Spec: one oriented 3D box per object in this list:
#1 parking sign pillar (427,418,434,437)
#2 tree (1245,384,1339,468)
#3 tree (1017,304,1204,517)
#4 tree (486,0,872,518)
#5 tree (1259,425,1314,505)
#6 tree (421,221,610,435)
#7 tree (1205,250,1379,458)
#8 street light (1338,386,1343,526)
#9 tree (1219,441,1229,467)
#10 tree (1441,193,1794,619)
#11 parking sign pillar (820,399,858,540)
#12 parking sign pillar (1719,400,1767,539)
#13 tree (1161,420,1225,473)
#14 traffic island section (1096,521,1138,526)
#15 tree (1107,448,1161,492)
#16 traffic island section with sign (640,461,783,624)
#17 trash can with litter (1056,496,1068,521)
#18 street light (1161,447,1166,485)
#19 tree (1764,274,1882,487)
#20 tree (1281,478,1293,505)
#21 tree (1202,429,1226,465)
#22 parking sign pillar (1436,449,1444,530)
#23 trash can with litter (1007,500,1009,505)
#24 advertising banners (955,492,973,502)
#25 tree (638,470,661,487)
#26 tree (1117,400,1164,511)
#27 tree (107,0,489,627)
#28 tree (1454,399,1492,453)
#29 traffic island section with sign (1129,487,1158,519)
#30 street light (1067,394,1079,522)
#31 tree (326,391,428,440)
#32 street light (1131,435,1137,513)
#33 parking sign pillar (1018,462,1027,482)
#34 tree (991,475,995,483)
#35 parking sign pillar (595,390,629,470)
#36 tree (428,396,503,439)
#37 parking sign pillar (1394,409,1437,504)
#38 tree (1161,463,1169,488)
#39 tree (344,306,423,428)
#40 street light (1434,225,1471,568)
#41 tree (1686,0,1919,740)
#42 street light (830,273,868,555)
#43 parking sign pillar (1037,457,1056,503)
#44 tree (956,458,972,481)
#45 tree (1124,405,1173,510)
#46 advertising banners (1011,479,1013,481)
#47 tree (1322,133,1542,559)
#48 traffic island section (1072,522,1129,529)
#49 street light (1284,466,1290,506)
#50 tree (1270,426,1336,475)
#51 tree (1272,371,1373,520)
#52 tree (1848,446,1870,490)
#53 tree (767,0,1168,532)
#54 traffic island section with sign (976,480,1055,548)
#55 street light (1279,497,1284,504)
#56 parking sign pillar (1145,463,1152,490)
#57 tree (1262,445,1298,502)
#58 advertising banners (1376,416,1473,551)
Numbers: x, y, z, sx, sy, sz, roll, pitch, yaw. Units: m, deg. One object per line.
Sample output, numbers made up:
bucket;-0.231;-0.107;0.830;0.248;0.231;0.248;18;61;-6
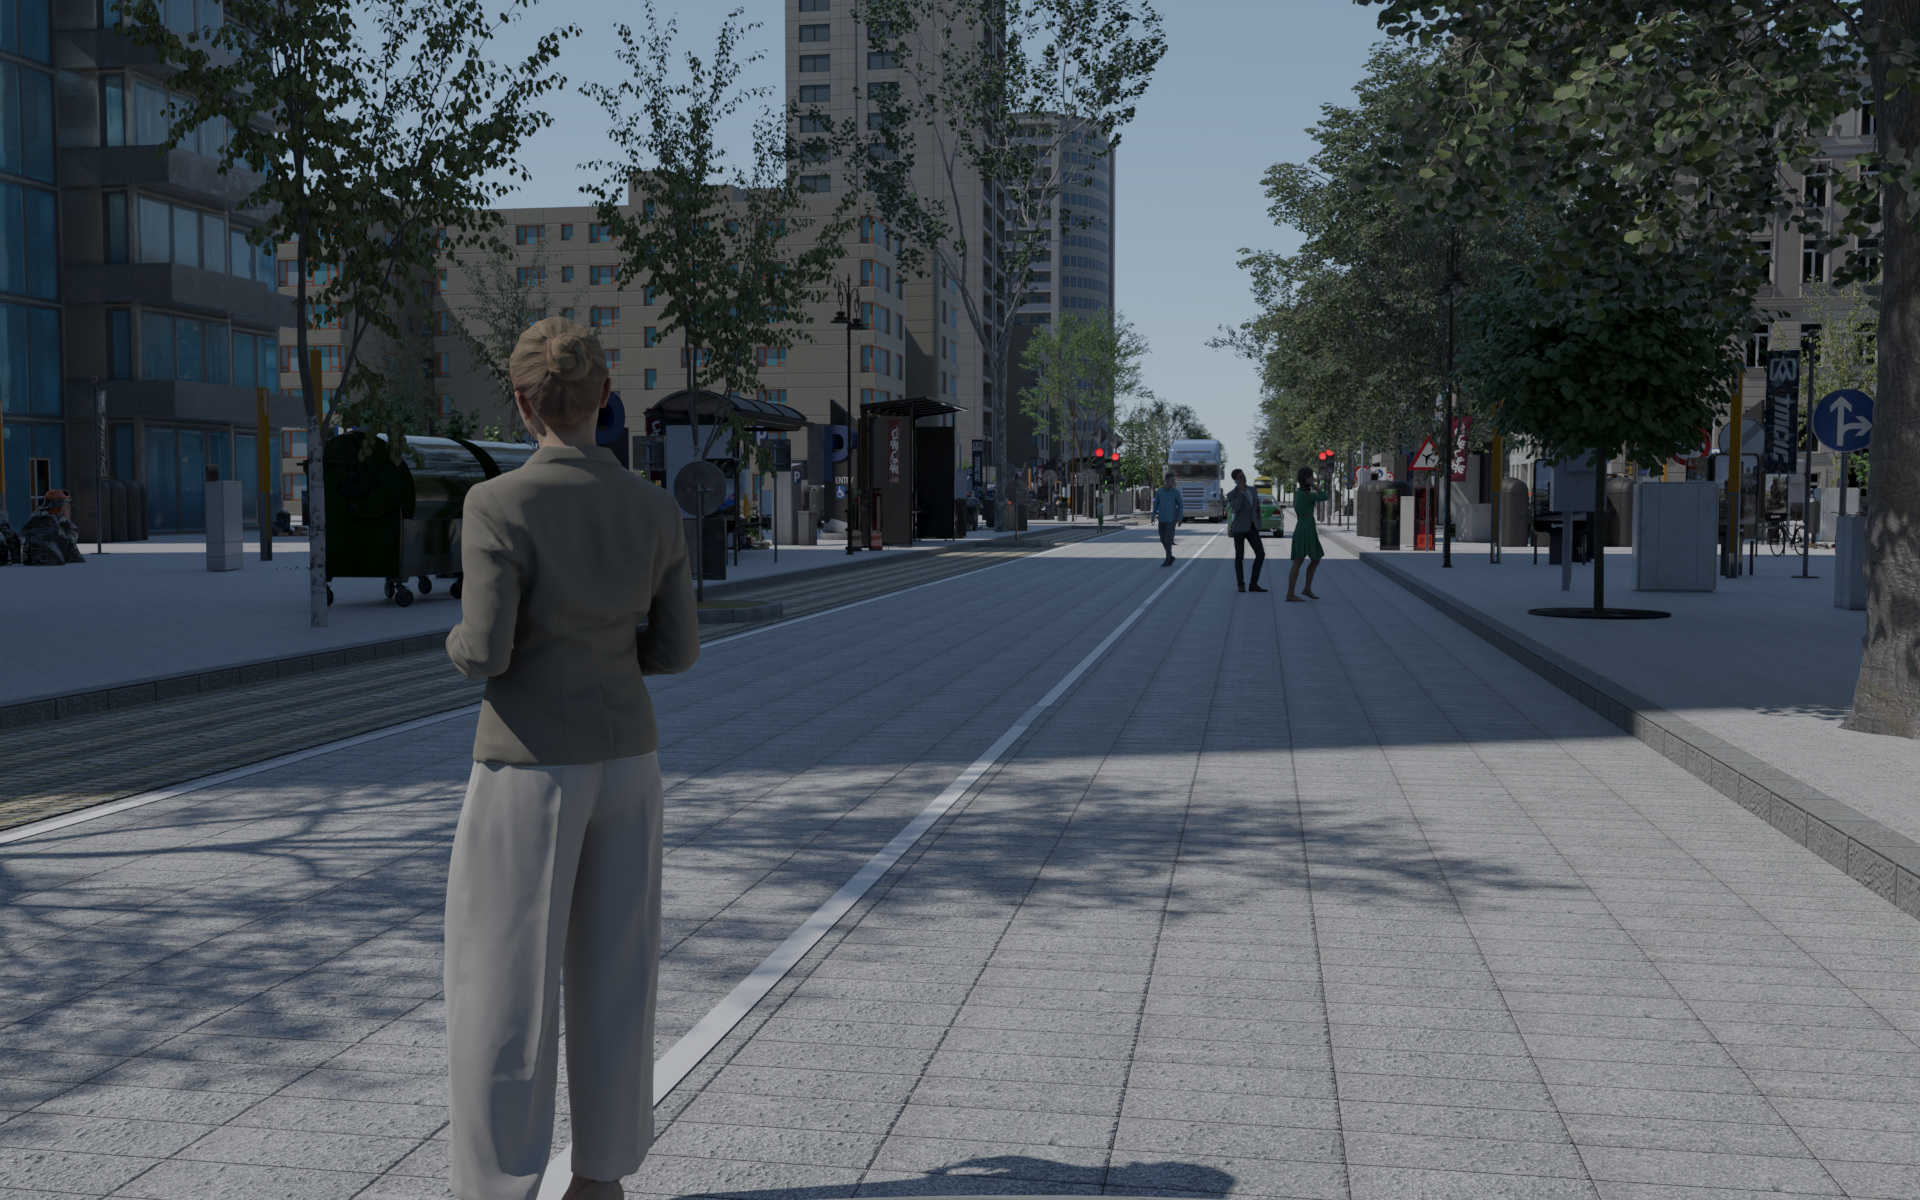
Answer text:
parking sign pillar;-18.819;-4.497;61.994;1.447;3.967;1.447;-1;4;-23
tree;31.314;-15.168;158.360;12.009;13.543;11.850;0;3;0
tree;6.949;-10.420;96.121;9.928;11.665;9.643;0;3;0
tree;-3.809;-4.658;26.525;4.737;8.622;4.395;0;3;0
tree;37.396;-16.914;194.664;7.486;12.596;7.792;0;3;0
tree;-11.854;-5.921;47.179;4.360;8.622;3.978;0;3;0
tree;25.758;-17.059;134.809;12.611;20.169;13.585;0;3;0
street light;15.116;-5.869;68.753;0.468;5.910;1.993;1;4;10
tree;22.437;-15.867;185.184;9.928;11.665;9.643;0;3;0
tree;6.870;-2.112;18.251;4.285;4.588;4.351;0;3;0
parking sign pillar;-3.238;-3.691;48.812;1.447;3.967;1.447;3;5;40
parking sign pillar;22.673;-3.771;50.130;1.447;3.967;1.447;-2;4;-34
tree;27.731;-16.913;210.933;8.767;10.594;7.601;-2;4;-26
traffic island section;7.100;-3.487;79.294;2.009;0.180;2.903;1;4;10
tree;11.717;-8.478;122.329;4.285;4.588;4.351;0;3;0
traffic island section with sign;-3.127;-0.692;19.947;1.989;1.847;2.006;1;4;10
trash can with litter;4.735;-4.285;81.449;0.624;1.170;1.055;-1;4;-10
street light;18.186;-11.156;155.186;0.468;5.910;1.993;1;4;10
tree;28.548;-6.476;56.252;4.737;8.622;4.395;0;3;0
tree;48.695;-16.041;256.868;1.663;3.219;1.824;0;3;0
tree;42.042;-23.247;298.206;7.486;12.596;7.792;0;3;0
parking sign pillar;17.761;-4.522;62.404;1.447;3.967;1.447;1;4;12
trash can with litter;2.144;-4.279;81.353;0.624;1.170;1.055;-2;4;-24
advertising banners;-0.123;-6.934;109.552;2.074;3.025;0.090;2;4;30
tree;-16.965;-6.025;93.115;1.663;3.219;1.824;0;3;0
tree;13.484;-11.169;132.976;4.360;8.622;3.978;0;3;0
tree;-5.960;-4.046;16.518;4.737;8.622;4.395;0;3;0
tree;29.118;-8.816;94.507;4.737;8.622;4.395;0;3;0
traffic island section with sign;10.943;-5.684;101.560;1.989;1.847;2.006;1;4;10
street light;5.237;-6.559;80.030;0.468;5.910;1.993;1;4;10
tree;-17.405;-4.151;51.590;4.285;4.588;4.351;0;3;0
street light;11.834;-8.923;118.684;0.468;5.910;1.993;1;4;10
parking sign pillar;5.298;-9.692;146.934;1.447;3.967;1.447;1;4;16
tree;3.030;-9.507;150.039;1.663;3.219;1.824;0;3;0
parking sign pillar;-6.734;-2.674;32.188;1.447;3.967;1.447;2;4;30
tree;-10.014;-2.431;34.344;1.663;3.219;1.824;0;3;0
parking sign pillar;14.149;-4.071;55.040;1.447;3.967;1.447;2;4;27
tree;17.876;-10.704;158.726;4.285;4.588;4.351;0;3;0
tree;-21.663;-7.140;67.103;4.360;8.622;3.978;0;3;0
street light;8.507;-3.503;30.064;0.468;5.910;1.993;1;4;10
tree;5.250;-6.251;8.860;9.857;13.997;8.962;0;3;0
street light;-2.330;-3.894;36.447;0.468;5.910;1.993;1;4;10
parking sign pillar;6.200;-8.316;124.445;1.447;3.967;1.447;-1;4;-11
tree;0.336;-10.426;154.173;4.285;4.588;4.351;0;3;0
tree;15.657;-11.723;142.027;4.737;8.622;4.395;0;3;0
advertising banners;3.341;-7.246;114.652;0.090;3.025;2.074;0;4;-5
tree;9.445;-5.129;34.223;4.360;8.622;3.978;0;3;0
traffic island section;5.742;-3.006;71.425;2.009;0.180;2.903;1;4;10
street light;35.774;-13.165;188.040;0.468;5.910;1.993;1;4;10
tree;35.267;-14.793;176.275;7.601;10.594;8.767;-2;4;-34
tree;19.847;-8.786;94.007;4.737;8.622;4.395;0;3;0
tree;23.048;-2.985;43.413;1.663;3.219;1.824;0;3;0
tree;0.336;-12.419;58.946;12.611;20.169;13.585;0;3;0
traffic island section with sign;1.537;-2.352;47.084;1.989;1.847;2.006;1;4;10
street light;42.419;-15.529;226.685;0.468;5.910;1.993;1;4;10
parking sign pillar;15.898;-9.783;148.426;1.447;3.967;1.447;-3;5;-44
tree;51.930;-21.466;276.727;9.928;11.665;9.643;0;3;0
advertising banners;10.445;-2.618;38.986;2.074;3.025;0.090;1;4;15
